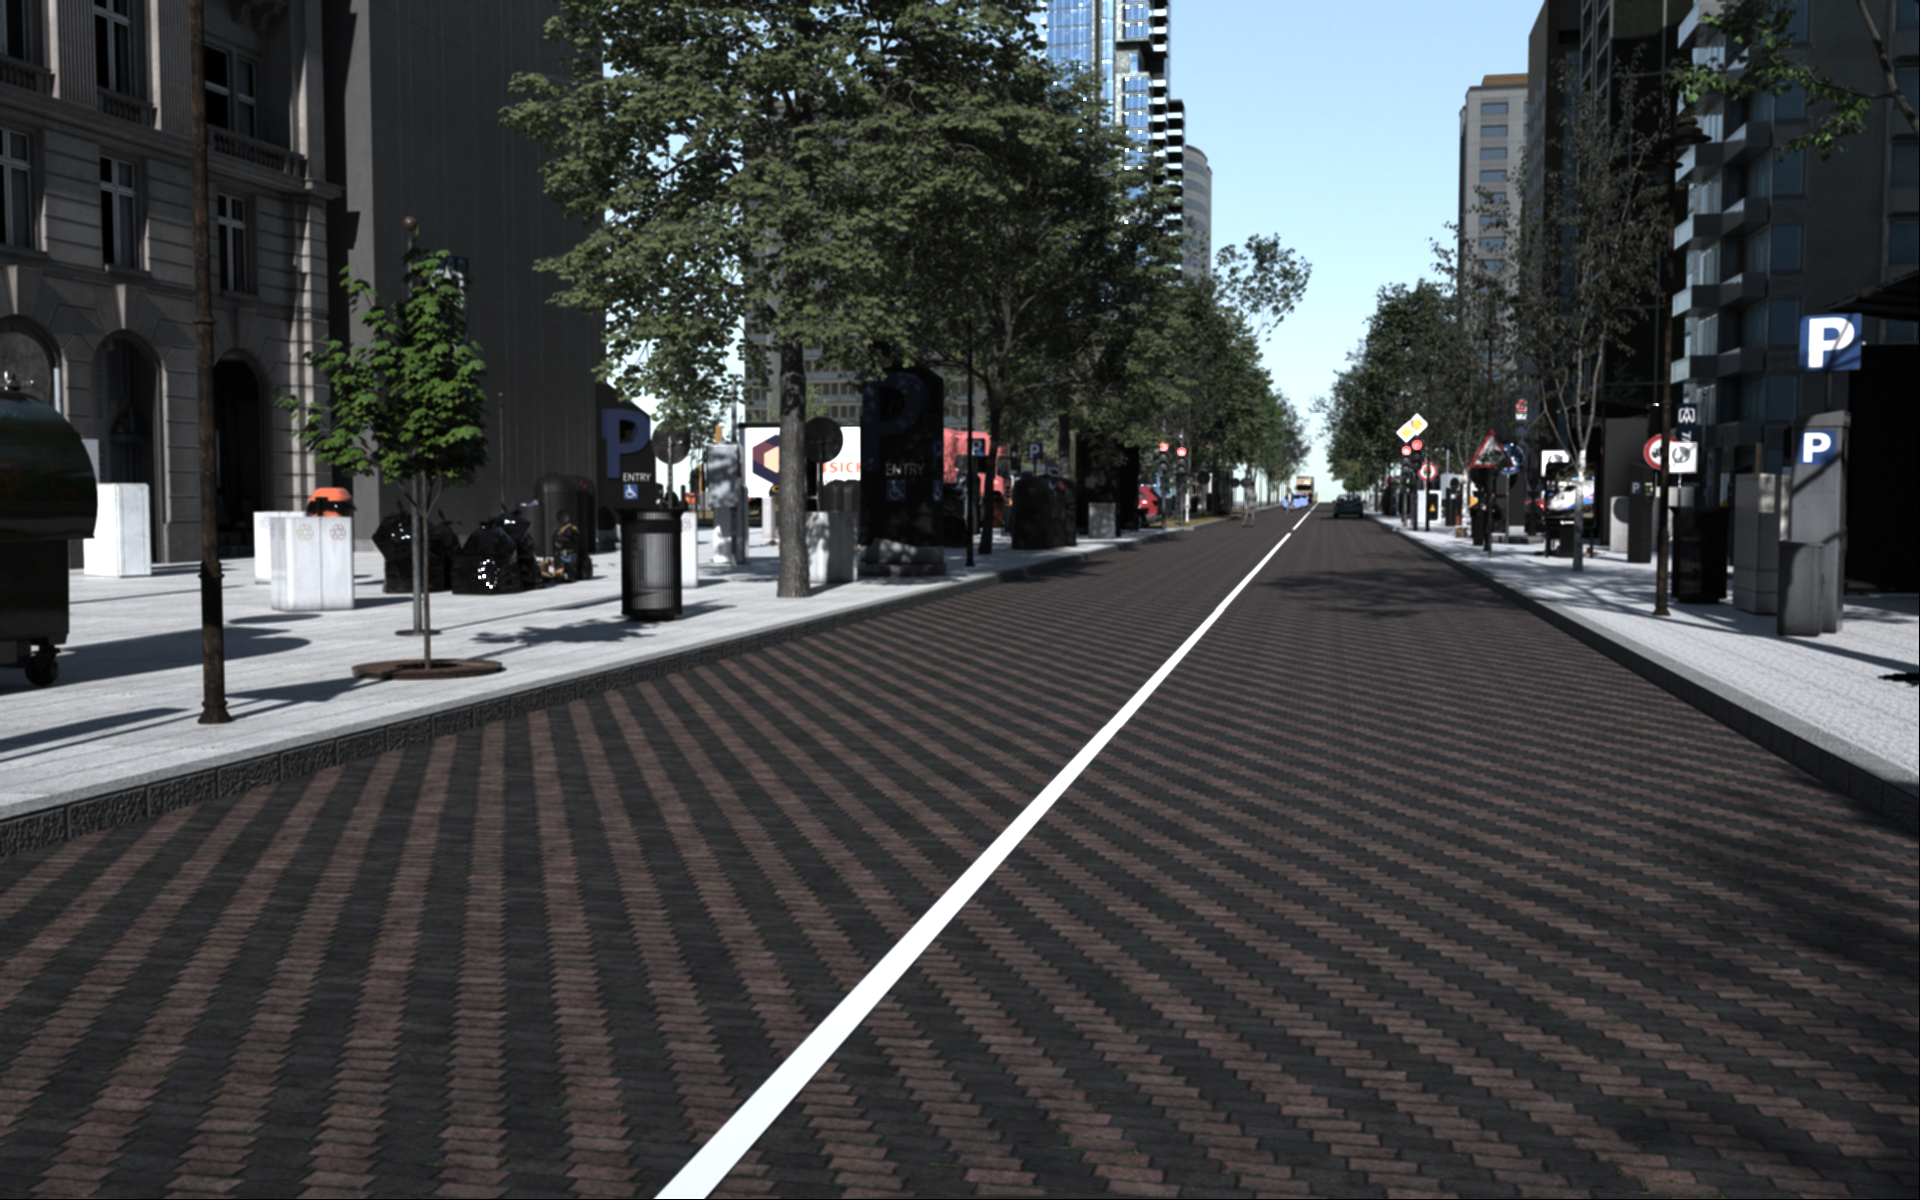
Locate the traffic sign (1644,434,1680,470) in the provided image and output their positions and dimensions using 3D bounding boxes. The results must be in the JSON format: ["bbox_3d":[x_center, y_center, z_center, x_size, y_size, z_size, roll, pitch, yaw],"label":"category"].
[{"bbox_3d":[14.830,-2.231,36.579,0.768,2.556,0.104,1,4,18],"label":"traffic sign"}]

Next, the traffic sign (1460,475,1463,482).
[{"bbox_3d":[31.232,-6.603,108.065,0.768,2.556,0.104,1,4,18],"label":"traffic sign"}]

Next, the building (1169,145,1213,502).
[{"bbox_3d":[30.027,-45.565,286.980,21.231,58.520,28.212,1,4,12],"label":"building"}]

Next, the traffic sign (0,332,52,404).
[{"bbox_3d":[-7.488,-0.830,13.669,0.768,2.556,0.104,1,4,16],"label":"traffic sign"}]

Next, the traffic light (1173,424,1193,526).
[{"bbox_3d":[8.976,-4.950,69.858,0.839,4.253,0.868,1,4,12],"label":"traffic light"}]

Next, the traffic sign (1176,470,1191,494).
[{"bbox_3d":[9.401,-4.334,72.988,0.606,2.300,0.079,1,4,12],"label":"traffic sign"}]

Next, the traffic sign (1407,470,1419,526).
[{"bbox_3d":[17.924,-4.192,68.645,0.768,2.556,0.104,1,4,18],"label":"traffic sign"}]

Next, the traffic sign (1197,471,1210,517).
[{"bbox_3d":[13.494,-5.869,96.058,0.768,2.556,0.104,1,4,20],"label":"traffic sign"}]

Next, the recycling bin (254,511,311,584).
[{"bbox_3d":[-9.759,-0.764,25.042,0.722,1.027,0.722,-1,4,-12],"label":"recycling bin"}]

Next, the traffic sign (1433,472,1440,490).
[{"bbox_3d":[27.537,-6.135,100.421,0.768,2.556,0.104,1,4,12],"label":"traffic sign"}]

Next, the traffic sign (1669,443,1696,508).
[{"bbox_3d":[14.250,-1.968,34.314,0.606,2.300,0.079,1,4,13],"label":"traffic sign"}]

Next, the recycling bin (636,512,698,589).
[{"bbox_3d":[-4.015,-0.684,23.735,0.722,1.027,0.722,-1,4,-20],"label":"recycling bin"}]

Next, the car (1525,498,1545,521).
[{"bbox_3d":[22.606,-3.331,63.128,5.304,1.827,2.281,1,4,10],"label":"car"}]

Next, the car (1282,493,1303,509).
[{"bbox_3d":[31.454,-9.444,163.994,1.945,1.707,3.694,1,4,11],"label":"car"}]

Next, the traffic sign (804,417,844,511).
[{"bbox_3d":[-2.289,-1.737,28.510,0.768,2.556,0.104,1,4,16],"label":"traffic sign"}]

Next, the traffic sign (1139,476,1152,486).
[{"bbox_3d":[10.443,-6.007,98.219,0.884,2.594,0.081,1,4,21],"label":"traffic sign"}]

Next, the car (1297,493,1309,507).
[{"bbox_3d":[36.762,-10.874,187.375,1.945,1.707,3.694,1,4,11],"label":"car"}]

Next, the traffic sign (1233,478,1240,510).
[{"bbox_3d":[21.754,-8.370,136.948,0.768,2.556,0.104,1,4,20],"label":"traffic sign"}]

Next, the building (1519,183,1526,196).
[{"bbox_3d":[73.166,-30.083,183.743,32.217,40.220,23.993,1,4,12],"label":"building"}]

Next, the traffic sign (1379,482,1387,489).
[{"bbox_3d":[34.016,-8.389,139.291,0.606,2.300,0.079,1,4,21],"label":"traffic sign"}]

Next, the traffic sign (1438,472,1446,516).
[{"bbox_3d":[27.855,-6.081,99.536,0.768,2.556,0.104,1,4,19],"label":"traffic sign"}]

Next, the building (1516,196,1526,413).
[{"bbox_3d":[60.793,-24.159,166.705,14.160,30.474,14.107,1,4,12],"label":"building"}]

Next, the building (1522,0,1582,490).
[{"bbox_3d":[57.619,-30.713,152.261,14.600,45.320,14.200,1,4,12],"label":"building"}]

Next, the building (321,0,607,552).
[{"bbox_3d":[-25.936,-13.965,47.401,30.058,24.678,14.314,1,4,12],"label":"building"}]

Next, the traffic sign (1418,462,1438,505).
[{"bbox_3d":[18.364,-4.158,68.088,0.768,2.556,0.104,1,4,16],"label":"traffic sign"}]

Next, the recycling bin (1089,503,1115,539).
[{"bbox_3d":[4.093,-2.282,49.862,0.722,1.027,0.722,1,4,9],"label":"recycling bin"}]

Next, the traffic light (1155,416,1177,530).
[{"bbox_3d":[7.325,-4.472,62.045,0.839,4.253,0.868,1,4,12],"label":"traffic light"}]

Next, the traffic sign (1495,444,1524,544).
[{"bbox_3d":[13.956,-2.692,44.116,0.768,2.556,0.104,1,4,16],"label":"traffic sign"}]

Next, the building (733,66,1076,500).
[{"bbox_3d":[-3.164,-28.698,161.094,32.217,40.220,23.993,1,4,12],"label":"building"}]

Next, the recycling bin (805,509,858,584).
[{"bbox_3d":[-1.976,-0.776,25.247,0.722,1.027,0.722,-3,5,-43],"label":"recycling bin"}]

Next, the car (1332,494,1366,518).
[{"bbox_3d":[23.621,-5.702,105.232,2.014,1.417,4.499,1,4,13],"label":"car"}]

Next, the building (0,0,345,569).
[{"bbox_3d":[-21.631,-11.305,26.634,13.314,21.916,24.055,1,4,12],"label":"building"}]

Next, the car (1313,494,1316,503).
[{"bbox_3d":[58.469,-17.024,288.570,2.015,1.641,3.980,1,4,14],"label":"car"}]

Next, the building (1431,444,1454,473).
[{"bbox_3d":[90.434,-26.492,278.185,27.650,21.520,28.899,1,4,12],"label":"building"}]

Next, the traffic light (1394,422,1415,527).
[{"bbox_3d":[17.503,-4.842,68.080,0.839,4.253,0.868,1,4,12],"label":"traffic light"}]

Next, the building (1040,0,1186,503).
[{"bbox_3d":[23.239,-57.778,257.345,22.319,86.520,31.000,1,4,12],"label":"building"}]

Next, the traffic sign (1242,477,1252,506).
[{"bbox_3d":[21.817,-8.052,131.752,0.768,2.556,0.104,1,4,21],"label":"traffic sign"}]

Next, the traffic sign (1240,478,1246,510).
[{"bbox_3d":[22.363,-8.310,135.974,0.768,2.556,0.104,1,4,21],"label":"traffic sign"}]

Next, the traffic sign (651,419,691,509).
[{"bbox_3d":[-4.922,-1.794,29.443,0.768,2.556,0.104,1,4,21],"label":"traffic sign"}]

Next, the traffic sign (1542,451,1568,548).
[{"bbox_3d":[13.994,-2.364,40.780,0.606,2.300,0.079,1,4,21],"label":"traffic sign"}]

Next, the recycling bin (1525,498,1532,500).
[{"bbox_3d":[36.927,-6.109,112.431,0.722,1.027,0.722,0,3,0],"label":"recycling bin"}]

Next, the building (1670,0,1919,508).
[{"bbox_3d":[52.259,-28.576,86.830,30.456,49.044,23.786,1,4,12],"label":"building"}]

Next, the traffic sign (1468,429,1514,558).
[{"bbox_3d":[10.593,-2.113,34.556,0.884,2.594,0.081,1,4,21],"label":"traffic sign"}]

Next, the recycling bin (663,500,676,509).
[{"bbox_3d":[-16.857,-5.348,99.994,0.722,1.027,0.722,-3,5,-43],"label":"recycling bin"}]

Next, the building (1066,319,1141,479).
[{"bbox_3d":[4.242,-20.920,187.084,27.650,21.520,28.899,1,4,12],"label":"building"}]

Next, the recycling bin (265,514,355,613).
[{"bbox_3d":[-7.184,-0.406,19.200,0.722,1.027,0.722,-3,4,-37],"label":"recycling bin"}]

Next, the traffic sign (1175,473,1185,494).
[{"bbox_3d":[10.544,-4.931,82.757,0.606,2.300,0.079,1,4,20],"label":"traffic sign"}]

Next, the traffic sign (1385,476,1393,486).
[{"bbox_3d":[30.343,-7.456,122.004,0.768,2.556,0.104,1,4,15],"label":"traffic sign"}]

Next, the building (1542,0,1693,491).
[{"bbox_3d":[54.736,-42.015,125.196,20.563,71.187,20.611,1,4,12],"label":"building"}]

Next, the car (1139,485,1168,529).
[{"bbox_3d":[5.346,-3.562,66.914,5.304,1.827,2.281,1,4,13],"label":"car"}]

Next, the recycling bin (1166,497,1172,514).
[{"bbox_3d":[12.931,-5.929,109.500,0.722,1.027,0.722,3,5,45],"label":"recycling bin"}]

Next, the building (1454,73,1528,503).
[{"bbox_3d":[82.301,-43.232,248.838,21.231,58.520,28.212,1,4,12],"label":"building"}]

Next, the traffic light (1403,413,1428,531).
[{"bbox_3d":[15.852,-4.364,60.266,0.839,4.253,0.868,1,4,12],"label":"traffic light"}]
